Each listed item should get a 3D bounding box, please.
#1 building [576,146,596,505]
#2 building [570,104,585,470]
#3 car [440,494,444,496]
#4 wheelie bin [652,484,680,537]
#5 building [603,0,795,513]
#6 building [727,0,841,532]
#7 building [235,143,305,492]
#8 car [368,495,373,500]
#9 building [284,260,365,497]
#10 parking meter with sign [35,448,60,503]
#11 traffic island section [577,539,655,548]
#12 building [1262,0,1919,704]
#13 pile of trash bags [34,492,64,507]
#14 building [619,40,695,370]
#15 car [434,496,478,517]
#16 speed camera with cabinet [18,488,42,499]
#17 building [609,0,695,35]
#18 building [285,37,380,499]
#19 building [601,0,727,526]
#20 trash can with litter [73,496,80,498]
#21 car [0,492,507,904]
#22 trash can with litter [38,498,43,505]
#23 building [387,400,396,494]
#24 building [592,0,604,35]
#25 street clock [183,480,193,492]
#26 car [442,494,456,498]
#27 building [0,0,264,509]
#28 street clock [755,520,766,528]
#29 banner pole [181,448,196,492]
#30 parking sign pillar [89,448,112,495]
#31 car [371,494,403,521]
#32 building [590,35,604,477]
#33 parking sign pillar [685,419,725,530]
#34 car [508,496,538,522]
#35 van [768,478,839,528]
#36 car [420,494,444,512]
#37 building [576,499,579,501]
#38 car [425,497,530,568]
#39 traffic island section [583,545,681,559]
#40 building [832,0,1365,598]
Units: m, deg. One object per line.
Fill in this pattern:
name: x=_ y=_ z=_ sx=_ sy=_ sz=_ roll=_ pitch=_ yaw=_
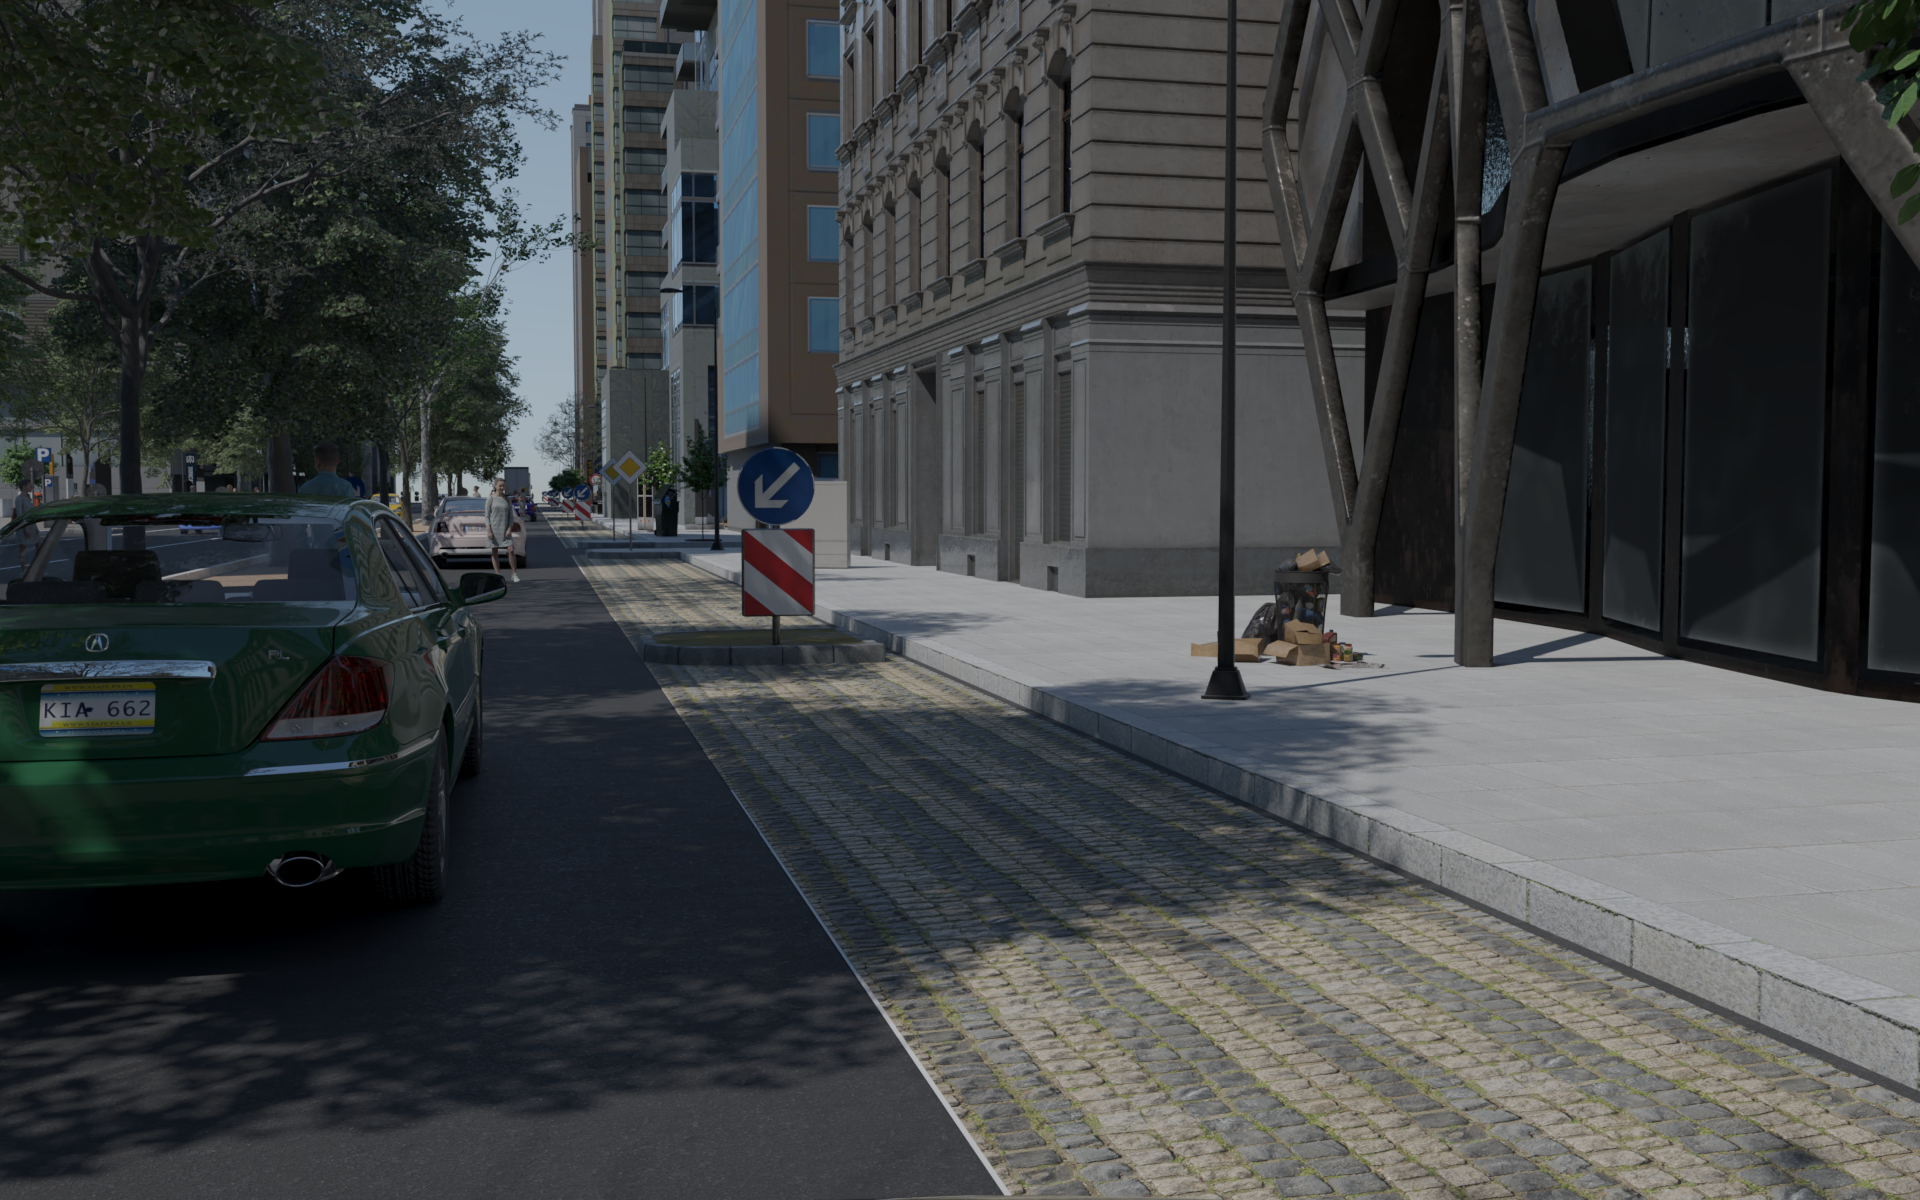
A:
building: x=-41.046 y=-34.813 z=219.306 sx=14.600 sy=45.320 sz=14.200 roll=-1 pitch=4 yaw=-14
building: x=-48.189 y=-44.151 z=263.875 sx=21.231 sy=58.520 sz=28.212 roll=-1 pitch=4 yaw=-14
car: x=-71.971 y=-14.055 z=239.387 sx=1.945 sy=1.707 sz=3.694 roll=-1 pitch=4 yaw=-15
wheelie bin: x=-9.170 y=-2.819 z=53.994 sx=0.693 sy=1.594 sz=0.980 roll=0 pitch=4 yaw=-5
building: x=-22.562 y=-30.334 z=146.068 sx=14.600 sy=45.320 sz=14.200 roll=-1 pitch=4 yaw=-14
building: x=-0.063 y=-24.763 z=54.983 sx=14.200 sy=45.320 sz=14.600 roll=-1 pitch=4 yaw=-14
building: x=-71.871 y=-32.592 z=152.479 sx=23.786 sy=49.044 sz=30.456 roll=-1 pitch=4 yaw=-14
car: x=-45.897 y=-7.575 z=136.437 sx=1.945 sy=1.354 sz=3.894 roll=-1 pitch=4 yaw=-14
building: x=-77.957 y=-26.366 z=202.781 sx=14.160 sy=30.474 sz=14.107 roll=-1 pitch=4 yaw=-14
parking meter with sign: x=-34.519 y=-4.254 z=65.809 sx=0.543 sy=3.016 sz=1.738 roll=-1 pitch=4 yaw=-11
traffic island section: x=-9.392 y=-1.521 z=47.145 sx=2.009 sy=0.180 sz=2.903 roll=-1 pitch=4 yaw=-14
building: x=11.831 y=-8.922 z=13.324 sx=16.820 sy=18.784 sz=16.811 roll=-1 pitch=4 yaw=-14
pile of trash bags: x=-50.541 y=-5.321 z=96.744 sx=3.447 sy=1.369 sz=1.912 roll=2 pitch=4 yaw=23
building: x=-15.576 y=-21.033 z=115.586 sx=14.160 sy=30.474 sz=14.107 roll=-1 pitch=4 yaw=-14
car: x=-16.951 y=-2.870 z=59.289 sx=2.083 sy=1.381 sz=4.827 roll=-1 pitch=4 yaw=-12
speed camera with cabinet: x=-59.844 y=-7.207 z=112.167 sx=2.038 sy=3.252 sz=0.660 roll=0 pitch=4 yaw=-4
building: x=-19.501 y=-27.435 z=132.161 sx=14.154 sy=41.232 sz=14.086 roll=-1 pitch=4 yaw=-14
building: x=-86.882 y=-41.558 z=221.475 sx=21.231 sy=58.520 sz=28.212 roll=-1 pitch=4 yaw=-14
building: x=-6.017 y=-47.226 z=84.821 sx=22.319 sy=86.520 sz=31.000 roll=-1 pitch=4 yaw=-14
trash can with litter: x=-37.839 y=-3.865 z=74.250 sx=2.233 sy=1.210 sz=1.678 roll=3 pitch=5 yaw=44
car: x=-3.016 y=0.276 z=7.278 sx=2.131 sy=1.459 sz=4.920 roll=-1 pitch=4 yaw=-13
trash can with litter: x=-46.277 y=-4.633 z=87.138 sx=1.055 sy=1.170 sz=0.624 roll=1 pitch=4 yaw=14
building: x=-93.680 y=-43.245 z=249.062 sx=21.231 sy=58.520 sz=28.212 roll=-1 pitch=4 yaw=-14
building: x=-27.449 y=-39.079 z=180.947 sx=21.231 sy=58.520 sz=28.212 roll=-1 pitch=4 yaw=-14
street clock: x=-40.819 y=-5.324 z=91.614 sx=0.471 sy=2.002 sz=0.358 roll=-2 pitch=4 yaw=-30
car: x=-46.741 y=-8.976 z=158.755 sx=2.014 sy=1.417 sz=4.499 roll=-1 pitch=4 yaw=-14
building: x=-66.596 y=-32.699 z=123.874 sx=28.713 sy=52.752 sz=27.495 roll=-1 pitch=4 yaw=-14
street clock: x=-4.218 y=-1.963 z=36.663 sx=0.471 sy=2.002 sz=0.358 roll=-3 pitch=4 yaw=-38
banner pole: x=-41.986 y=-6.370 z=94.169 sx=0.863 sy=3.779 sz=0.401 roll=-1 pitch=4 yaw=-14
parking sign pillar: x=-49.559 y=-6.814 z=99.882 sx=1.447 sy=3.967 sz=1.447 roll=1 pitch=4 yaw=14
car: x=-27.370 y=-4.426 z=82.588 sx=2.015 sy=1.641 sz=3.980 roll=-1 pitch=4 yaw=-16
building: x=-26.705 y=-29.120 z=159.712 sx=14.154 sy=41.232 sz=14.086 roll=-1 pitch=4 yaw=-14
parking sign pillar: x=-9.248 y=-4.539 z=62.691 sx=1.447 sy=3.967 sz=1.447 roll=0 pitch=4 yaw=5
car: x=-22.883 y=-4.724 z=89.814 sx=1.945 sy=1.354 sz=3.894 roll=-1 pitch=4 yaw=-16
van: x=-2.772 y=-2.246 z=43.739 sx=4.112 sy=2.044 sz=2.013 roll=-1 pitch=4 yaw=-15
car: x=-42.918 y=-8.035 z=140.957 sx=1.945 sy=1.707 sz=3.694 roll=-1 pitch=4 yaw=-13
building: x=-36.913 y=-33.534 z=240.163 sx=32.217 sy=40.220 sz=23.993 roll=-1 pitch=4 yaw=-14
car: x=-9.718 y=-1.379 z=34.917 sx=2.083 sy=1.381 sz=4.827 roll=-1 pitch=4 yaw=-15
traffic island section: x=-7.466 y=-1.047 z=39.395 sx=2.009 sy=0.180 sz=2.903 roll=-1 pitch=4 yaw=-14
building: x=3.939 y=-11.088 z=30.435 sx=9.793 sy=20.994 sz=18.267 roll=-1 pitch=4 yaw=-14
